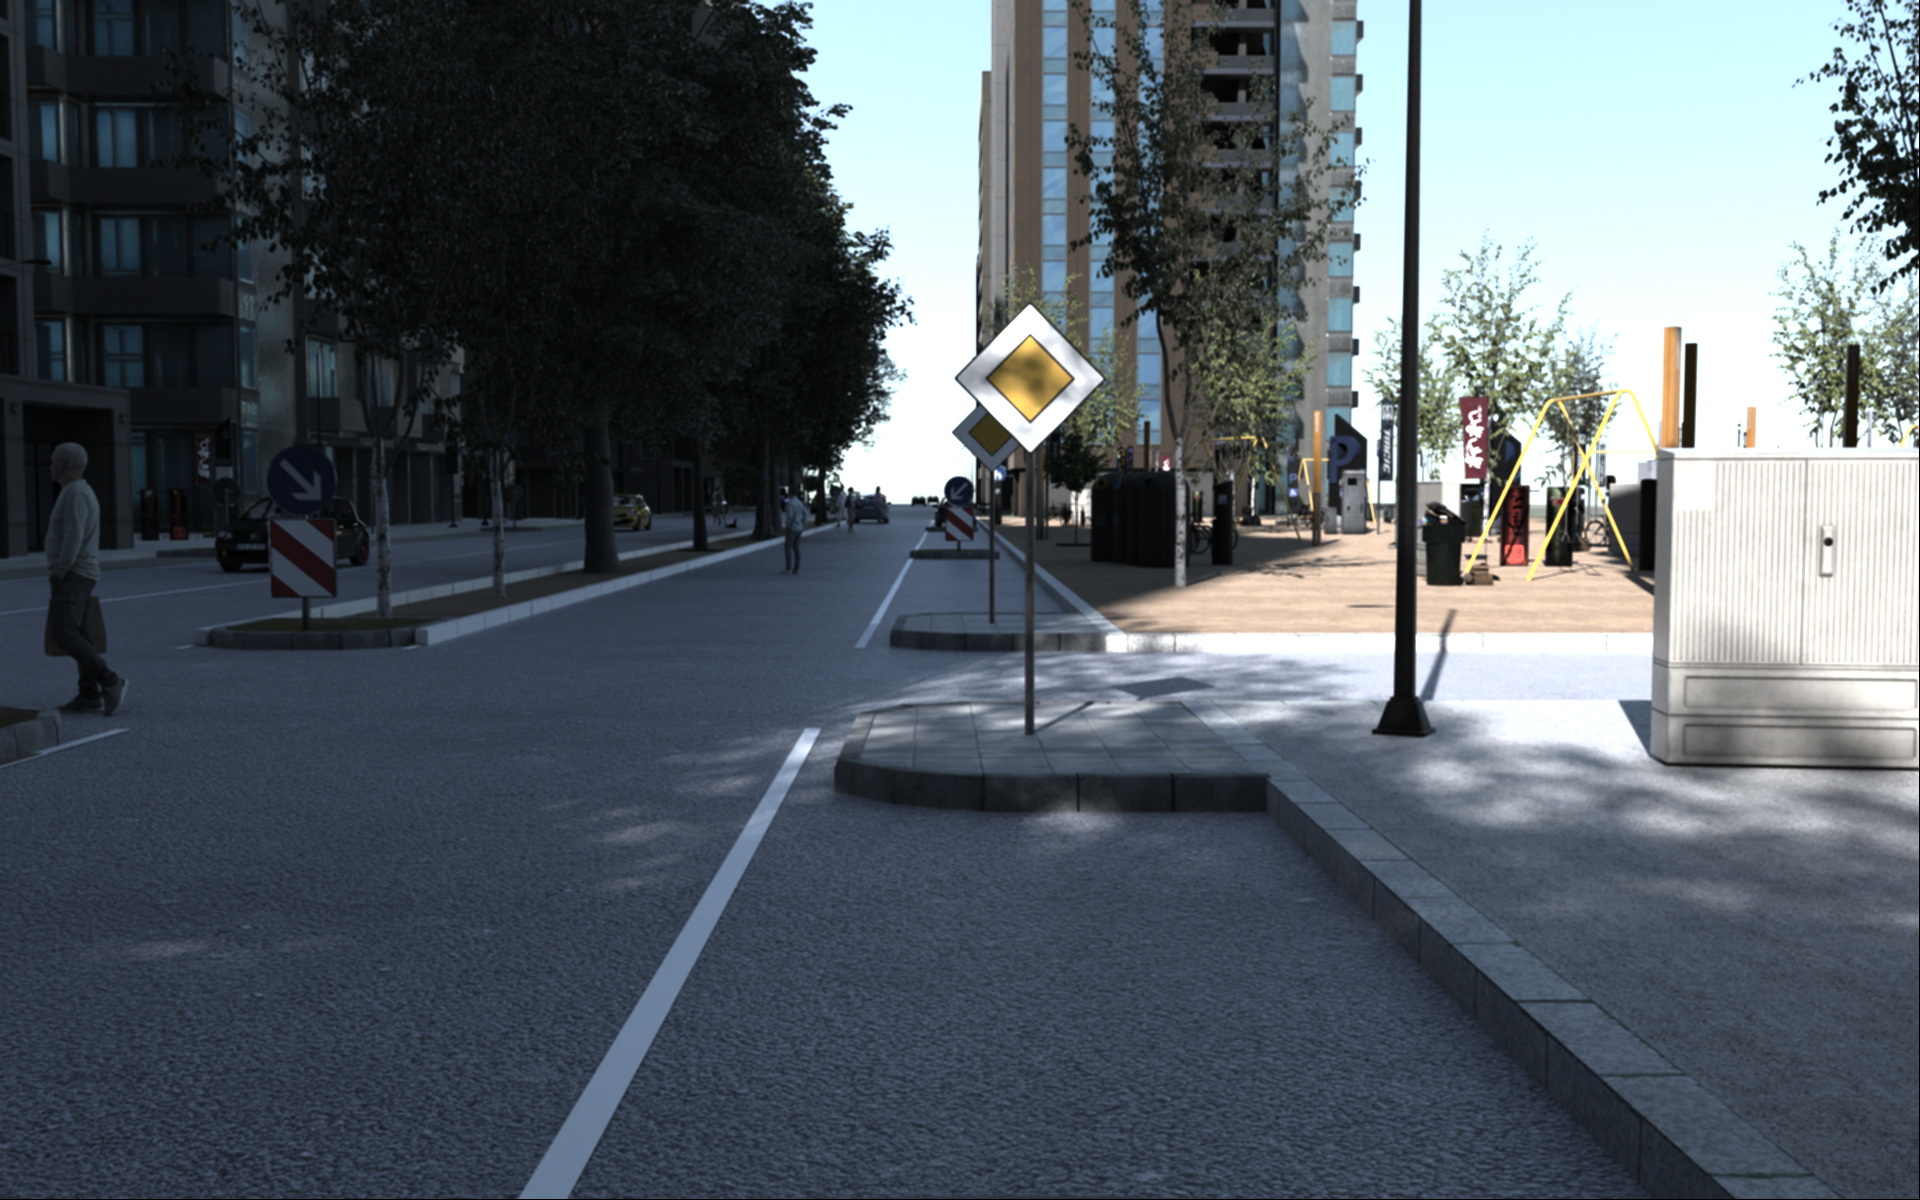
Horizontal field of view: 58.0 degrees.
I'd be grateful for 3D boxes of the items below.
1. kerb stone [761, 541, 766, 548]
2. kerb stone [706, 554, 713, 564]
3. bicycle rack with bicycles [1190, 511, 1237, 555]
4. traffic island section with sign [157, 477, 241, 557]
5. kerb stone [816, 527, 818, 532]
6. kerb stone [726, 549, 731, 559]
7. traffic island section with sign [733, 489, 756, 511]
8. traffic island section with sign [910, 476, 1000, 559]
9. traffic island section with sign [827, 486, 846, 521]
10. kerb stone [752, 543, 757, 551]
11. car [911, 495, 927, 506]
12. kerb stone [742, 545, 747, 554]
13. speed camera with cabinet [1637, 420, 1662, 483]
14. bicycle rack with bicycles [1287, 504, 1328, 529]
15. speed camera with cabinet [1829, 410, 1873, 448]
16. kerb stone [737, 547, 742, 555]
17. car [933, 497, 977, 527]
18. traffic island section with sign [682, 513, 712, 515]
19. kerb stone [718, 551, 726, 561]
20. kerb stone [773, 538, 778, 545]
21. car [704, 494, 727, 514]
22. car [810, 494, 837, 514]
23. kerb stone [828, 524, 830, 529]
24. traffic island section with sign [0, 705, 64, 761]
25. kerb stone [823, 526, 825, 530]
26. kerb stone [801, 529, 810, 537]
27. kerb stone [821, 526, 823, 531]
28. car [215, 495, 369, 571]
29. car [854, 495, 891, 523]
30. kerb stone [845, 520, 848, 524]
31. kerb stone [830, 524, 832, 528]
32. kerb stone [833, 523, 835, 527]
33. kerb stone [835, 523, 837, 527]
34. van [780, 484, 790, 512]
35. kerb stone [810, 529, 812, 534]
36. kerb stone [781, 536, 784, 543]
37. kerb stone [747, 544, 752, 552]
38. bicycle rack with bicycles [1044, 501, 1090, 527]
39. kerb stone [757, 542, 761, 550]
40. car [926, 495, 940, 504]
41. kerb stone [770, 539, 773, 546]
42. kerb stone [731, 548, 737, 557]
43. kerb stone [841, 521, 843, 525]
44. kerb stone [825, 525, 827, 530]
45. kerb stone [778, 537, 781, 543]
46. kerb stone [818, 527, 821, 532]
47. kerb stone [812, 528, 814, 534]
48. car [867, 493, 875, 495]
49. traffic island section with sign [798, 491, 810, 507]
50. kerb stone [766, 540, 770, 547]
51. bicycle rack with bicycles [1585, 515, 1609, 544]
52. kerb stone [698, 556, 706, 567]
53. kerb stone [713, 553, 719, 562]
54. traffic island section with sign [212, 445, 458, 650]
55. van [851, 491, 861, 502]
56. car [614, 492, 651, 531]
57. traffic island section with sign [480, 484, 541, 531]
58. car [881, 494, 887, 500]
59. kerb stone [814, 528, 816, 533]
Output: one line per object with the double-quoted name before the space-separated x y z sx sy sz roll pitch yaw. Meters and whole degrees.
"kerb stone" -5.294 -1.430 45.575 0.120 0.150 1.000 0 4 0
"kerb stone" -5.224 -0.803 35.330 0.120 0.150 1.000 0 4 0
"bicycle rack with bicycles" 4.543 -1.465 37.337 2.925 0.926 2.852 0 4 -6
"traffic island section with sign" -17.107 -1.915 39.941 1.989 1.847 2.006 0 4 0
"kerb stone" -5.429 -2.558 64.022 0.120 0.150 1.000 0 4 0
"kerb stone" -5.251 -0.990 38.405 0.120 0.150 1.000 0 4 0
"traffic island section with sign" -17.813 -8.288 144.140 1.989 1.847 2.006 0 4 0
"traffic island section with sign" -0.130 -1.857 38.984 1.989 1.847 2.006 0 4 0
"traffic island section with sign" -6.672 -5.129 91.991 2.006 1.907 1.989 0 4 0
"kerb stone" -5.284 -1.302 43.527 0.120 0.150 1.000 0 4 0
"car" -4.978 -12.043 209.482 1.945 1.354 3.894 0 4 -1
"kerb stone" -5.269 -1.174 41.471 0.120 0.150 1.000 0 4 0
"speed camera with cabinet" 19.306 -3.216 46.911 2.038 3.252 0.660 -2 4 -24
"bicycle rack with bicycles" 13.629 -3.122 64.420 2.925 0.926 2.852 -1 4 -17
"speed camera with cabinet" 20.750 -2.842 40.808 2.038 3.252 0.660 0 4 7
"kerb stone" -5.265 -1.114 40.449 0.120 0.150 1.000 0 4 0
"car" -0.201 -3.816 74.977 1.945 1.354 3.894 0 4 -2
"traffic island section with sign" -17.632 -6.626 116.969 1.989 1.847 2.006 0 4 0
"kerb stone" -5.241 -0.924 37.383 0.120 0.150 1.000 0 4 0
"kerb stone" -5.304 -1.618 48.654 0.120 0.150 1.000 0 4 0
"car" -17.473 -6.868 122.084 2.009 1.686 4.222 0 3 0
"car" -10.038 -7.250 127.337 1.959 1.807 4.718 0 4 -1
"kerb stone" -5.457 -2.936 70.199 0.120 0.150 1.000 0 4 0
"traffic island section with sign" -6.119 -0.080 9.448 2.006 1.907 1.989 0 4 0
"kerb stone" -5.443 -2.747 67.112 0.120 0.150 1.000 0 4 0
"kerb stone" -5.391 -2.304 59.917 0.120 0.150 1.000 0 4 0
"kerb stone" -5.433 -2.684 66.074 0.120 0.150 1.000 0 4 0
"car" -12.792 -1.440 33.332 2.009 1.686 4.222 0 4 0
"car" -4.422 -4.535 86.150 2.014 1.417 4.499 0 4 -1
"kerb stone" -5.561 -3.748 83.542 0.120 0.150 1.000 0 4 0
"kerb stone" -5.470 -2.994 71.224 0.120 0.150 1.000 0 4 0
"kerb stone" -5.479 -3.123 73.281 0.120 0.150 1.000 0 4 0
"kerb stone" -5.491 -3.182 74.306 0.120 0.150 1.000 0 4 0
"van" -15.027 -8.425 142.127 2.240 2.365 5.245 0 4 2
"kerb stone" -5.394 -2.370 60.944 0.120 0.150 1.000 0 4 0
"kerb stone" -5.331 -1.742 50.706 0.120 0.150 1.000 0 4 0
"kerb stone" -5.274 -1.239 42.505 0.120 0.150 1.000 0 4 0
"bicycle rack with bicycles" 3.823 -3.328 67.787 2.852 0.926 2.925 0 4 6
"kerb stone" -5.293 -1.367 44.549 0.120 0.150 1.000 0 4 0
"car" -3.860 -14.431 248.519 1.945 1.354 3.894 0 3 0
"kerb stone" -5.313 -1.550 47.632 0.120 0.150 1.000 0 4 0
"kerb stone" -5.259 -1.054 39.427 0.120 0.150 1.000 0 4 0
"kerb stone" -5.510 -3.436 78.411 0.120 0.150 1.000 0 4 0
"kerb stone" -5.447 -2.805 68.151 0.120 0.150 1.000 0 4 0
"kerb stone" -5.320 -1.676 49.677 0.120 0.150 1.000 0 4 0
"kerb stone" -5.423 -2.621 65.044 0.120 0.150 1.000 0 4 0
"kerb stone" -5.404 -2.433 61.967 0.120 0.150 1.000 0 4 0
"car" -9.687 -11.178 192.348 1.945 1.707 3.694 0 4 2
"traffic island section with sign" -18.166 -11.577 197.911 1.989 1.847 2.006 0 4 0
"kerb stone" -5.300 -1.493 46.608 0.120 0.150 1.000 0 4 0
"bicycle rack with bicycles" 16.897 -1.792 42.677 2.925 0.926 2.852 0 4 3
"kerb stone" -5.218 -0.738 34.308 0.120 0.150 1.000 0 4 0
"kerb stone" -5.236 -0.860 36.357 0.120 0.150 1.000 0 4 0
"traffic island section with sign" -6.159 -0.533 16.855 2.006 1.907 1.989 0 4 0
"van" -14.093 -13.822 232.998 2.013 2.044 4.112 0 4 -2
"car" -13.173 -3.512 67.640 2.015 1.641 3.980 0 4 -1
"traffic island section with sign" -17.294 -3.564 66.896 1.989 1.847 2.006 0 4 0
"car" -10.822 -13.703 233.084 2.155 1.783 4.494 0 4 -1
"kerb stone" -5.417 -2.496 62.997 0.120 0.150 1.000 0 4 0
